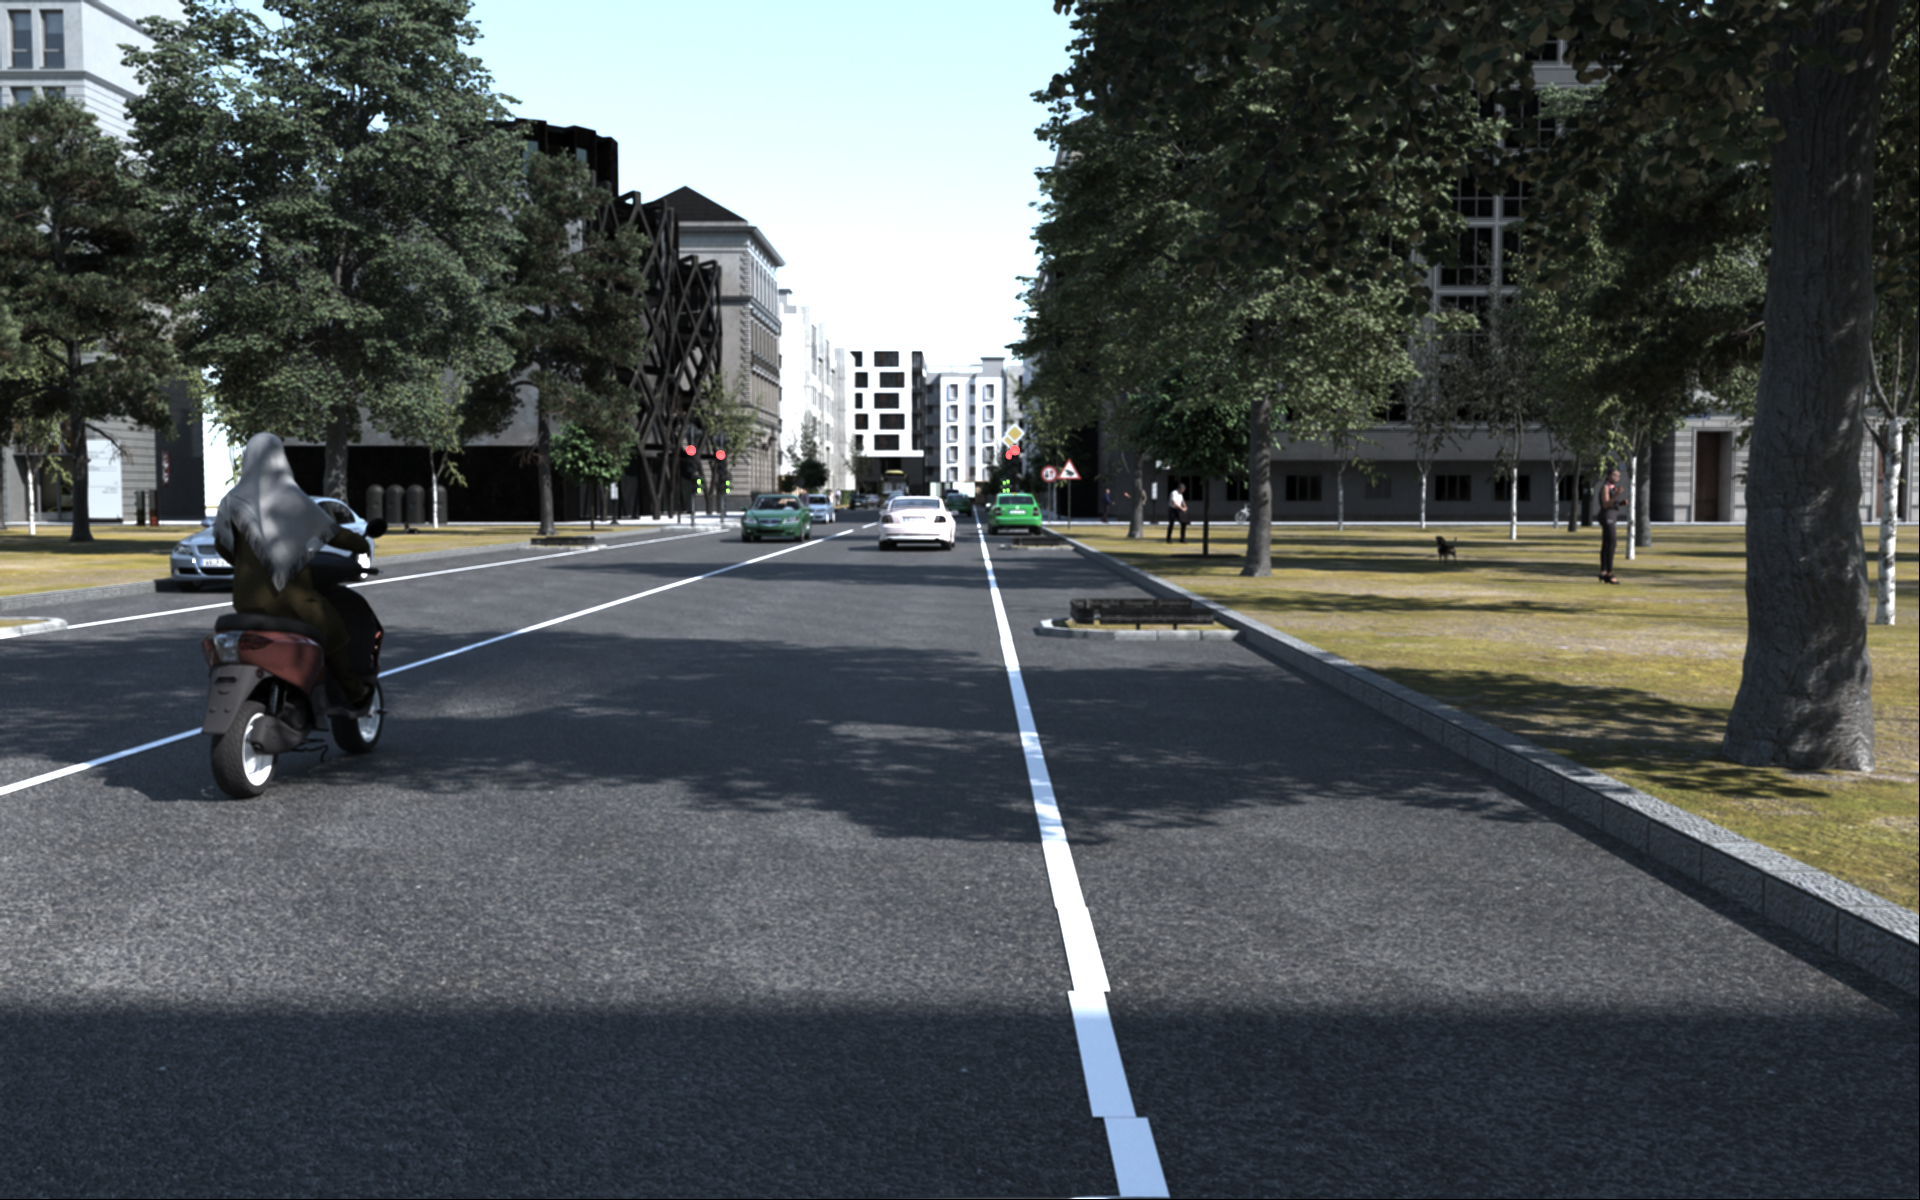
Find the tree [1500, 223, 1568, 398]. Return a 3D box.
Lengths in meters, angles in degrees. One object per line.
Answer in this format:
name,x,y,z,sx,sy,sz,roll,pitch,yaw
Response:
tree,12.987,-5.114,33.973,4.737,8.622,4.395,0,3,0

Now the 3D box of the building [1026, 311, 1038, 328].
building,21.725,-22.308,208.705,27.936,21.610,32.646,0,4,0

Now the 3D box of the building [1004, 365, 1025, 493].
building,22.159,-23.149,244.947,31.486,18.905,16.747,0,4,0

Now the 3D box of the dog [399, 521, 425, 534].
dog,-17.531,-2.304,55.407,0.748,0.427,0.550,1,4,12

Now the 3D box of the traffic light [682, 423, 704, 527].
traffic light,-10.445,-4.800,67.732,0.839,4.213,0.868,0,4,0

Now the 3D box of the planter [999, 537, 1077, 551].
planter,2.016,-1.455,44.927,1.991,0.319,1.994,0,4,0

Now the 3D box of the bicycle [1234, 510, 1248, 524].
bicycle,12.625,-3.770,74.853,1.543,0.972,0.635,0,4,-5

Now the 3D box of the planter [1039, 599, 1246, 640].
planter,1.822,0.193,17.984,1.991,0.319,1.994,0,4,0

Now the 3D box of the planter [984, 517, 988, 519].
planter,2.371,-4.876,100.856,1.991,0.319,1.994,0,4,0

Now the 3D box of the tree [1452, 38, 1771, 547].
tree,16.708,-7.541,41.426,7.486,12.596,7.792,0,3,0

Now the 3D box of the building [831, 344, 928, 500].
building,-21.251,-24.860,250.435,32.646,21.610,27.936,0,4,0

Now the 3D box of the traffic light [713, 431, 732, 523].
traffic light,-10.393,-5.289,75.717,0.839,4.213,0.868,0,4,0

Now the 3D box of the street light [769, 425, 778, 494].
street light,-12.258,-8.615,113.636,0.468,5.910,1.993,0,4,0

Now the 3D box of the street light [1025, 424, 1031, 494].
street light,4.415,-8.535,112.337,0.468,5.910,1.993,0,4,0

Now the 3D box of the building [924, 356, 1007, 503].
building,0.723,-23.732,244.435,11.380,20.091,16.016,0,4,0

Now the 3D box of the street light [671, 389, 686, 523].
street light,-12.429,-6.340,76.454,0.468,5.910,1.993,0,4,0

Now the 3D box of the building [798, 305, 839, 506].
building,-22.293,-19.072,178.277,16.747,18.905,31.486,0,4,0

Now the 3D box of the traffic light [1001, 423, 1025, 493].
traffic light,2.116,-4.796,67.666,0.839,4.213,0.868,0,4,0

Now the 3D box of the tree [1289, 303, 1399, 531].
tree,13.300,-6.724,60.306,4.737,8.622,4.395,0,3,0

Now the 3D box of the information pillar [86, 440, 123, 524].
information pillar,-37.446,-5.149,75.508,1.656,3.620,0.184,-1,4,-9

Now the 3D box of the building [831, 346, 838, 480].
building,-22.231,-20.992,199.633,16.016,20.091,11.380,0,4,0

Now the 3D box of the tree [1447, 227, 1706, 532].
tree,20.741,-7.573,58.229,8.767,10.594,7.601,1,4,8

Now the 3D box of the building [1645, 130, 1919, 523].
building,42.042,-15.066,82.482,21.152,22.565,11.583,0,4,0

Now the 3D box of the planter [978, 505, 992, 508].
planter,2.867,-9.569,177.593,1.991,0.319,1.994,0,4,0

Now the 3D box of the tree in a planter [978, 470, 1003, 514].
tree in a planter,2.542,-8.007,128.131,1.991,3.239,1.994,0,4,0

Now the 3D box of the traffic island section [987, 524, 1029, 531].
traffic island section,2.156,-2.783,67.779,2.009,0.180,2.903,0,4,0

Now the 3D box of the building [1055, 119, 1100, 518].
building,12.087,-16.583,100.806,12.332,23.373,15.834,0,4,0

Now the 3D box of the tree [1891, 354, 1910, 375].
tree,28.176,-8.185,44.194,12.009,13.543,11.850,0,3,0

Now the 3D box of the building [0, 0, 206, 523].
building,-53.096,-18.606,81.708,29.804,29.767,11.434,0,4,0

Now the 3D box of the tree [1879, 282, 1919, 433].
tree,19.759,-5.153,34.622,4.360,8.622,3.978,0,3,0

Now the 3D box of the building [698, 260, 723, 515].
building,-23.552,-14.735,108.377,16.820,18.784,16.811,0,4,0

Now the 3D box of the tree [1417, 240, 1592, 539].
tree,15.401,-6.019,48.779,4.360,8.622,3.978,0,3,0

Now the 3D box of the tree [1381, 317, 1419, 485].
tree,17.749,-7.035,65.388,4.360,8.622,3.978,0,3,0

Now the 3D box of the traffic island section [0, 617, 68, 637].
traffic island section,-10.490,0.300,17.955,1.991,0.108,1.994,0,4,0

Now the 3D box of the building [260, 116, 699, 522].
building,-22.921,-13.367,86.008,16.820,18.784,16.811,0,4,0

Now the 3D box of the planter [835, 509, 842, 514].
planter,-9.764,-6.558,128.359,1.991,0.319,1.994,0,4,0

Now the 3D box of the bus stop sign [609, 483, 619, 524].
bus stop sign,-15.197,-5.276,74.966,0.855,3.939,0.416,0,4,5

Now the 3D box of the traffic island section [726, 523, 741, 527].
traffic island section,-10.433,-3.276,75.851,2.009,0.180,2.903,0,4,0

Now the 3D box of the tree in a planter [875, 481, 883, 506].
tree in a planter,-9.265,-12.678,204.500,1.991,3.239,1.994,0,4,0

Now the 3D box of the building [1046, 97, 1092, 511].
building,13.146,-20.405,119.521,13.634,28.700,20.117,0,4,0

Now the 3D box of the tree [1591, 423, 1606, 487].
tree,22.412,-6.985,64.570,4.360,8.622,3.978,0,3,0

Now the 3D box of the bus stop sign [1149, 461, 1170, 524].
bus stop sign,8.621,-5.264,74.774,0.855,3.939,0.416,0,4,4

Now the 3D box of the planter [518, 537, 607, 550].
planter,-10.310,-1.472,45.214,1.991,0.319,1.994,0,4,0

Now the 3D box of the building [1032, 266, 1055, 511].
building,11.843,-18.603,140.313,11.583,22.565,21.152,0,4,0

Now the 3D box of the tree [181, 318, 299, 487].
tree,-25.907,-6.852,62.392,4.360,8.622,3.978,0,3,0

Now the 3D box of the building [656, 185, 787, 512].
building,-19.716,-18.548,132.135,11.050,23.489,19.941,0,4,0

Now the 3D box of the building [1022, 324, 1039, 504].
building,14.368,-19.514,175.468,16.016,20.091,11.380,0,4,0

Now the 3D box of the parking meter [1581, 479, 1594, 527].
parking meter,24.711,-3.822,68.206,0.255,1.863,0.399,-3,5,-41

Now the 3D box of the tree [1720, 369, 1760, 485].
tree,28.879,-6.793,61.424,4.360,8.622,3.978,0,3,0

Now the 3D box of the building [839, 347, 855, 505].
building,-29.432,-21.433,216.881,31.486,18.905,16.747,0,4,0

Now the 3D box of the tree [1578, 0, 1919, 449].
tree,13.463,-6.449,27.503,6.751,12.117,7.091,0,3,0

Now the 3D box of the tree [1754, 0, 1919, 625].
tree,9.269,-4.075,16.995,4.737,8.622,4.395,0,3,0

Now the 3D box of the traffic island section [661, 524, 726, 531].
traffic island section,-10.485,-2.788,67.866,2.009,0.180,2.903,0,4,0

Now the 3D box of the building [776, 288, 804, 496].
building,-22.099,-18.375,156.845,16.016,20.091,11.380,0,4,0

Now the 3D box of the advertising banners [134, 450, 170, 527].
advertising banners,-31.930,-4.423,68.506,2.074,3.025,0.090,2,4,27

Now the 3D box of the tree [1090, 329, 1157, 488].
tree,6.598,-6.993,64.696,4.360,8.622,3.978,0,3,0

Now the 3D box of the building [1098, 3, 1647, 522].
building,19.129,-17.752,83.746,24.014,27.812,14.314,0,4,0
